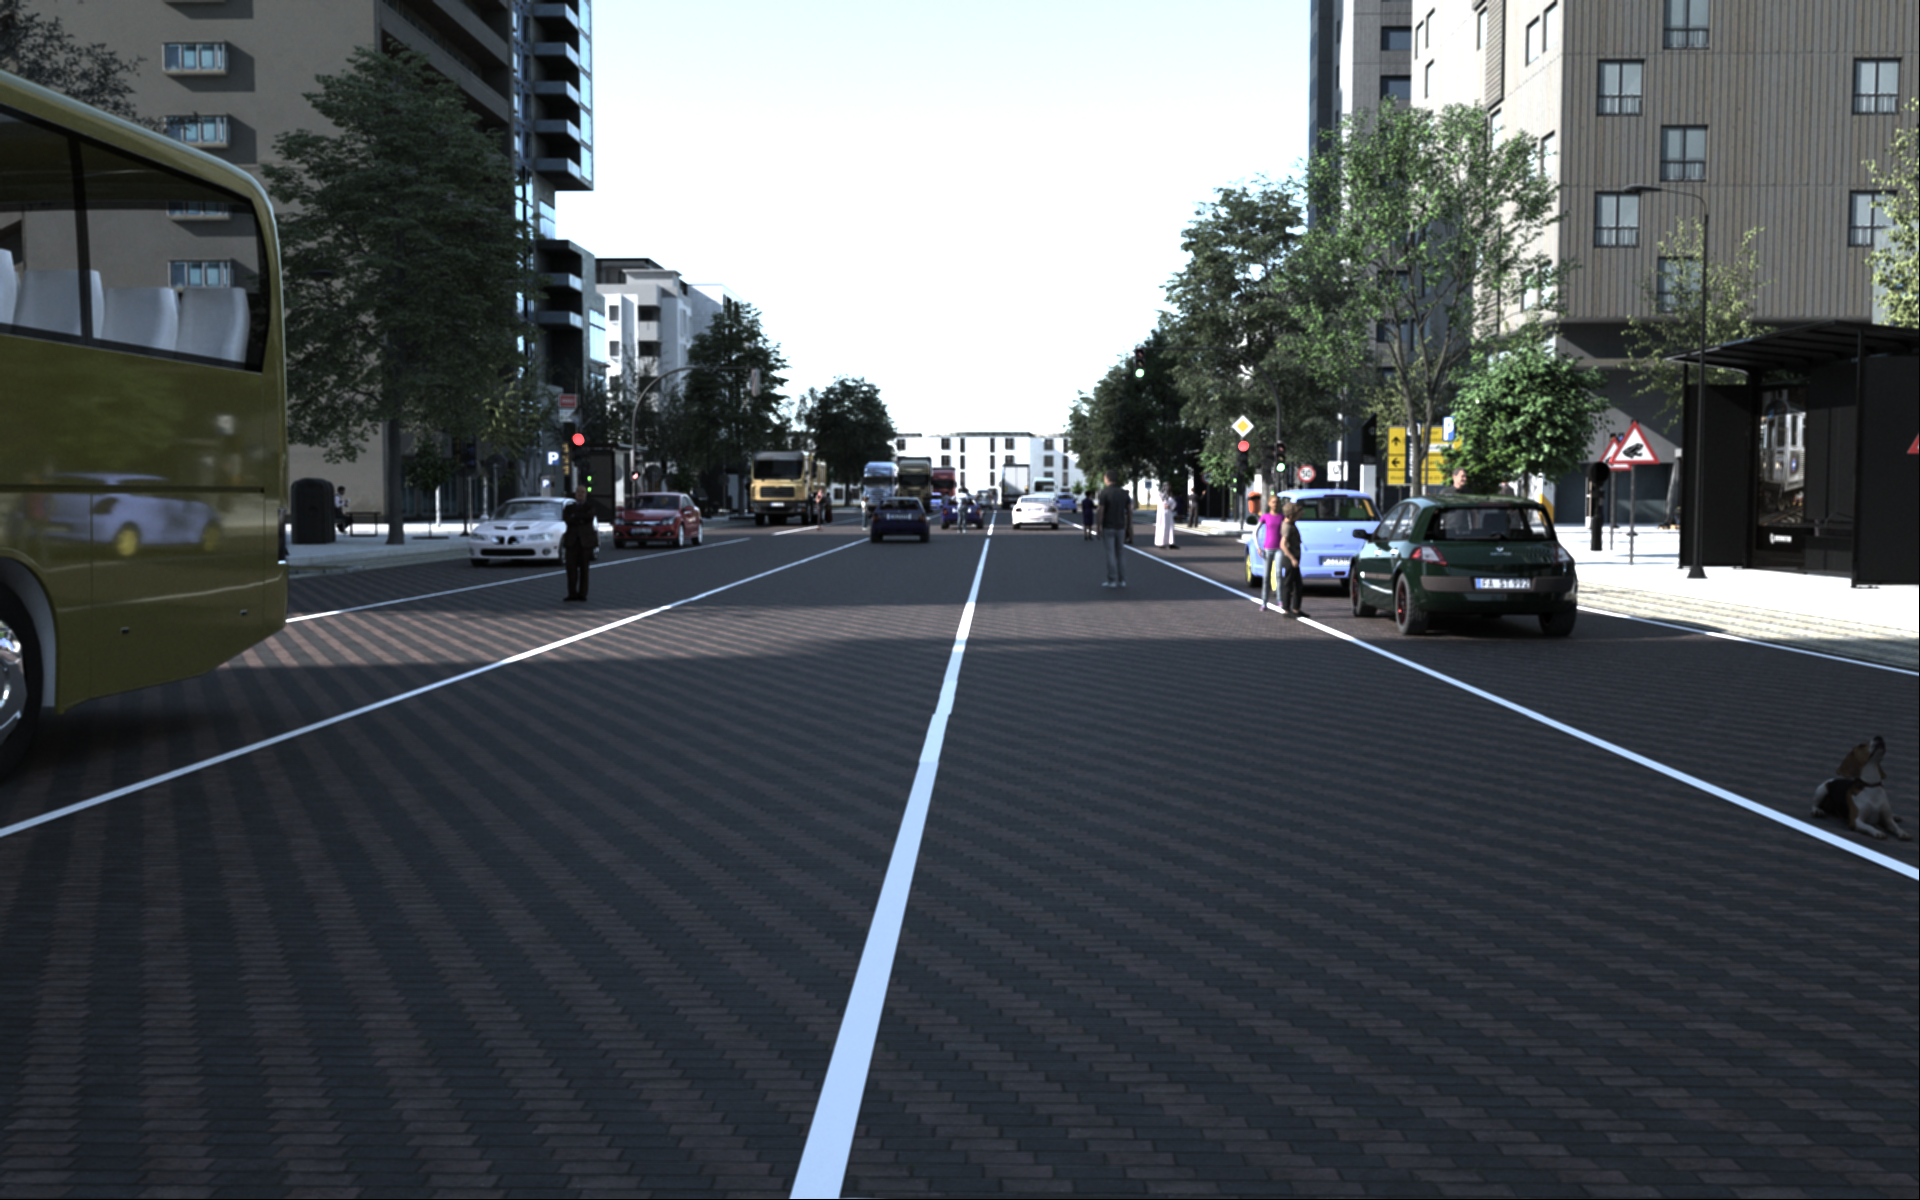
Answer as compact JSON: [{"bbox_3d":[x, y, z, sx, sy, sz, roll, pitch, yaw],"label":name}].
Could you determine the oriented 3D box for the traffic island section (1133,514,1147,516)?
[{"bbox_3d":[11.278,-5.586,114.198,1.991,0.108,1.994,0,4,1],"label":"traffic island section"}]

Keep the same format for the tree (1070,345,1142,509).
[{"bbox_3d":[15.212,-14.820,148.962,9.857,13.997,8.962,0,3,0],"label":"tree"}]

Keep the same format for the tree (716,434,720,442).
[{"bbox_3d":[-18.463,-10.038,114.491,4.360,8.622,3.978,0,3,0],"label":"tree"}]

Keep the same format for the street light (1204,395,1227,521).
[{"bbox_3d":[11.885,-6.663,81.486,1.470,5.913,1.316,0,4,1],"label":"street light"}]

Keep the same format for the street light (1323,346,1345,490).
[{"bbox_3d":[11.314,-4.961,53.651,1.470,5.913,1.316,0,4,1],"label":"street light"}]

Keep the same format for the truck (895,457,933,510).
[{"bbox_3d":[-3.410,-8.719,131.470,2.839,4.237,11.283,0,4,0],"label":"truck"}]

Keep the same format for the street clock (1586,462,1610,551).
[{"bbox_3d":[14.288,-2.095,38.828,0.471,2.002,0.358,0,4,-7],"label":"street clock"}]

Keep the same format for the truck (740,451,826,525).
[{"bbox_3d":[-8.029,-5.212,81.133,3.469,3.379,9.791,0,4,2],"label":"truck"}]

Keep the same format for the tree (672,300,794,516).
[{"bbox_3d":[-13.304,-11.245,101.978,7.486,12.596,7.792,0,3,0],"label":"tree"}]

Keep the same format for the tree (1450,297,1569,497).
[{"bbox_3d":[20.962,-7.025,65.229,4.737,8.622,4.395,0,3,0],"label":"tree"}]

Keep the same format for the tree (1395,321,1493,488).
[{"bbox_3d":[20.110,-7.398,71.316,4.360,8.622,3.978,0,3,0],"label":"tree"}]

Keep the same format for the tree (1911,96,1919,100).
[{"bbox_3d":[17.755,-4.875,30.069,4.737,8.622,4.395,0,3,0],"label":"tree"}]

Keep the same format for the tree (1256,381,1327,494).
[{"bbox_3d":[21.219,-9.622,107.681,4.360,8.622,3.978,0,3,0],"label":"tree"}]

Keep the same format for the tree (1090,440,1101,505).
[{"bbox_3d":[16.238,-15.425,202.559,4.360,8.622,3.978,0,3,0],"label":"tree"}]

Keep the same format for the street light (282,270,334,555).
[{"bbox_3d":[-13.676,-3.885,36.066,1.470,5.913,1.316,0,4,1],"label":"street light"}]

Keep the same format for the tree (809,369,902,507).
[{"bbox_3d":[-11.486,-16.576,177.665,9.857,13.997,8.962,0,3,0],"label":"tree"}]

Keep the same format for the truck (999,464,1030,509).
[{"bbox_3d":[5.230,-10.852,166.350,2.839,4.237,11.283,0,4,0],"label":"truck"}]

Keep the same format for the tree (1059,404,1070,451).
[{"bbox_3d":[15.050,-16.686,179.472,9.857,13.997,8.962,0,3,0],"label":"tree"}]

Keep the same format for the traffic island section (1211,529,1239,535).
[{"bbox_3d":[10.071,-2.417,61.794,2.009,0.180,2.903,0,4,1],"label":"traffic island section"}]

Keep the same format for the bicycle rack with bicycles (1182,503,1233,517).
[{"bbox_3d":[14.477,-5.265,99.457,2.925,0.926,2.852,2,4,30],"label":"bicycle rack with bicycles"}]

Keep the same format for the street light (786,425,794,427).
[{"bbox_3d":[-11.875,-8.837,117.029,1.470,5.913,1.316,0,4,1],"label":"street light"}]

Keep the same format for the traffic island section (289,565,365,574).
[{"bbox_3d":[-12.069,-0.542,31.733,1.991,0.108,1.994,0,4,1],"label":"traffic island section"}]

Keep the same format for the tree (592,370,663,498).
[{"bbox_3d":[-20.697,-9.317,102.687,4.737,8.622,4.395,0,3,0],"label":"tree"}]

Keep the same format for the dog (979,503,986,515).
[{"bbox_3d":[1.516,-6.267,119.308,0.513,0.831,0.800,0,4,3],"label":"dog"}]

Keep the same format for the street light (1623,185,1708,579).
[{"bbox_3d":[10.654,-3.279,26.157,1.470,5.913,1.316,0,4,1],"label":"street light"}]

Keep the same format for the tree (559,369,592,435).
[{"bbox_3d":[-21.403,-8.197,84.376,4.737,8.622,4.395,0,3,0],"label":"tree"}]

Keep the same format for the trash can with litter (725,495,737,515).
[{"bbox_3d":[-14.224,-5.782,105.597,1.678,1.210,2.233,1,4,9],"label":"trash can with litter"}]

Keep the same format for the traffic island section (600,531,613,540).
[{"bbox_3d":[-11.869,-1.959,54.316,2.009,0.180,2.903,0,4,1],"label":"traffic island section"}]

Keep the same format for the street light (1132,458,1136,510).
[{"bbox_3d":[13.206,-10.045,136.774,1.470,5.913,1.316,0,4,1],"label":"street light"}]

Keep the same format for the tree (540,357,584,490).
[{"bbox_3d":[-19.767,-8.615,91.220,4.360,8.622,3.978,0,3,0],"label":"tree"}]

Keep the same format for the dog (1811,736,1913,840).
[{"bbox_3d":[3.979,0.774,7.540,0.748,0.427,0.550,-3,5,-40],"label":"dog"}]

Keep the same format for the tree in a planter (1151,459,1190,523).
[{"bbox_3d":[10.657,-5.501,87.165,1.991,3.239,1.994,0,4,1],"label":"tree in a planter"}]

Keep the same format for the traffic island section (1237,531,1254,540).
[{"bbox_3d":[9.887,-1.928,53.811,2.009,0.180,2.903,0,4,1],"label":"traffic island section"}]

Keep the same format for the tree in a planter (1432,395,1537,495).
[{"bbox_3d":[9.364,-2.081,31.249,1.991,3.239,1.994,0,4,1],"label":"tree in a planter"}]

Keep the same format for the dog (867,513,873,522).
[{"bbox_3d":[-4.670,-4.256,88.880,0.406,0.507,0.540,0,4,4],"label":"dog"}]

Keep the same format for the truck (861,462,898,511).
[{"bbox_3d":[-6.326,-9.875,151.215,2.967,4.110,18.799,0,4,3],"label":"truck"}]

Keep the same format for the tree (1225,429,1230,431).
[{"bbox_3d":[21.240,-10.914,128.808,4.360,8.622,3.978,0,3,0],"label":"tree"}]

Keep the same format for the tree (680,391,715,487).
[{"bbox_3d":[-19.391,-10.383,120.118,4.737,8.622,4.395,0,3,0],"label":"tree"}]

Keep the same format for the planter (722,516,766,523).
[{"bbox_3d":[-10.797,-4.024,86.929,1.991,0.319,1.994,0,4,1],"label":"planter"}]

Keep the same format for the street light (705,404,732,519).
[{"bbox_3d":[-12.471,-7.157,89.558,1.470,5.913,1.316,0,4,1],"label":"street light"}]

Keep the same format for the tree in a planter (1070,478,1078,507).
[{"bbox_3d":[13.060,-11.889,191.614,1.991,3.239,1.994,0,4,1],"label":"tree in a planter"}]

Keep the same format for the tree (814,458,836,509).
[{"bbox_3d":[-12.300,-10.165,149.911,4.285,4.588,4.351,0,3,0],"label":"tree"}]

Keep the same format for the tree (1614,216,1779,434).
[{"bbox_3d":[19.497,-5.804,45.252,4.737,8.622,4.395,0,3,0],"label":"tree"}]

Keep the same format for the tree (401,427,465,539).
[{"bbox_3d":[-15.375,-3.375,49.784,1.663,3.219,1.824,0,3,0],"label":"tree"}]

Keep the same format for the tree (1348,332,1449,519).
[{"bbox_3d":[19.997,-7.765,77.318,4.737,8.622,4.395,0,3,0],"label":"tree"}]

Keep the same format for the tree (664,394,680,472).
[{"bbox_3d":[-20.598,-9.752,109.802,4.737,8.622,4.395,0,3,0],"label":"tree"}]

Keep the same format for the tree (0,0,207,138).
[{"bbox_3d":[-15.167,-6.808,21.681,12.009,13.543,11.850,0,3,0],"label":"tree"}]

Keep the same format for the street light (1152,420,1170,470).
[{"bbox_3d":[12.602,-8.343,108.955,1.470,5.913,1.316,0,4,1],"label":"street light"}]

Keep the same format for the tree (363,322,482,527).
[{"bbox_3d":[-20.305,-7.101,66.456,4.360,8.622,3.978,0,3,0],"label":"tree"}]

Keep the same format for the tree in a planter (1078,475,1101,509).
[{"bbox_3d":[12.409,-10.169,163.492,1.991,3.239,1.994,0,4,1],"label":"tree in a planter"}]

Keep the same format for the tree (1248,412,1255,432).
[{"bbox_3d":[22.147,-10.465,121.458,4.360,8.622,3.978,0,3,0],"label":"tree"}]

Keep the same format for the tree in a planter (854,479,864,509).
[{"bbox_3d":[-9.000,-10.253,164.859,1.991,3.239,1.994,0,4,1],"label":"tree in a planter"}]

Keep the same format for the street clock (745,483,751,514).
[{"bbox_3d":[-13.529,-6.509,110.984,0.471,2.002,0.358,-1,4,-20],"label":"street clock"}]

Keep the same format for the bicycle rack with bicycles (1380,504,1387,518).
[{"bbox_3d":[14.595,-3.046,63.192,2.925,0.926,2.852,-1,4,-18],"label":"bicycle rack with bicycles"}]

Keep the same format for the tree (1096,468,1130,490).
[{"bbox_3d":[14.732,-11.217,167.119,4.285,4.588,4.351,0,3,0],"label":"tree"}]

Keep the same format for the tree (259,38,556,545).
[{"bbox_3d":[-13.977,-7.693,43.901,7.486,12.596,7.792,0,3,0],"label":"tree"}]

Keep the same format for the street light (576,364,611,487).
[{"bbox_3d":[-13.170,-5.477,62.089,1.470,5.913,1.316,0,4,1],"label":"street light"}]

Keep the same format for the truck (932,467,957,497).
[{"bbox_3d":[-1.684,-11.891,183.323,2.839,4.237,11.283,0,4,0],"label":"truck"}]

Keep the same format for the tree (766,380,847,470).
[{"bbox_3d":[-12.619,-12.640,141.071,7.601,10.594,8.767,0,4,0],"label":"tree"}]

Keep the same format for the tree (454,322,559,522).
[{"bbox_3d":[-20.417,-7.632,75.138,4.737,8.622,4.395,0,3,0],"label":"tree"}]
